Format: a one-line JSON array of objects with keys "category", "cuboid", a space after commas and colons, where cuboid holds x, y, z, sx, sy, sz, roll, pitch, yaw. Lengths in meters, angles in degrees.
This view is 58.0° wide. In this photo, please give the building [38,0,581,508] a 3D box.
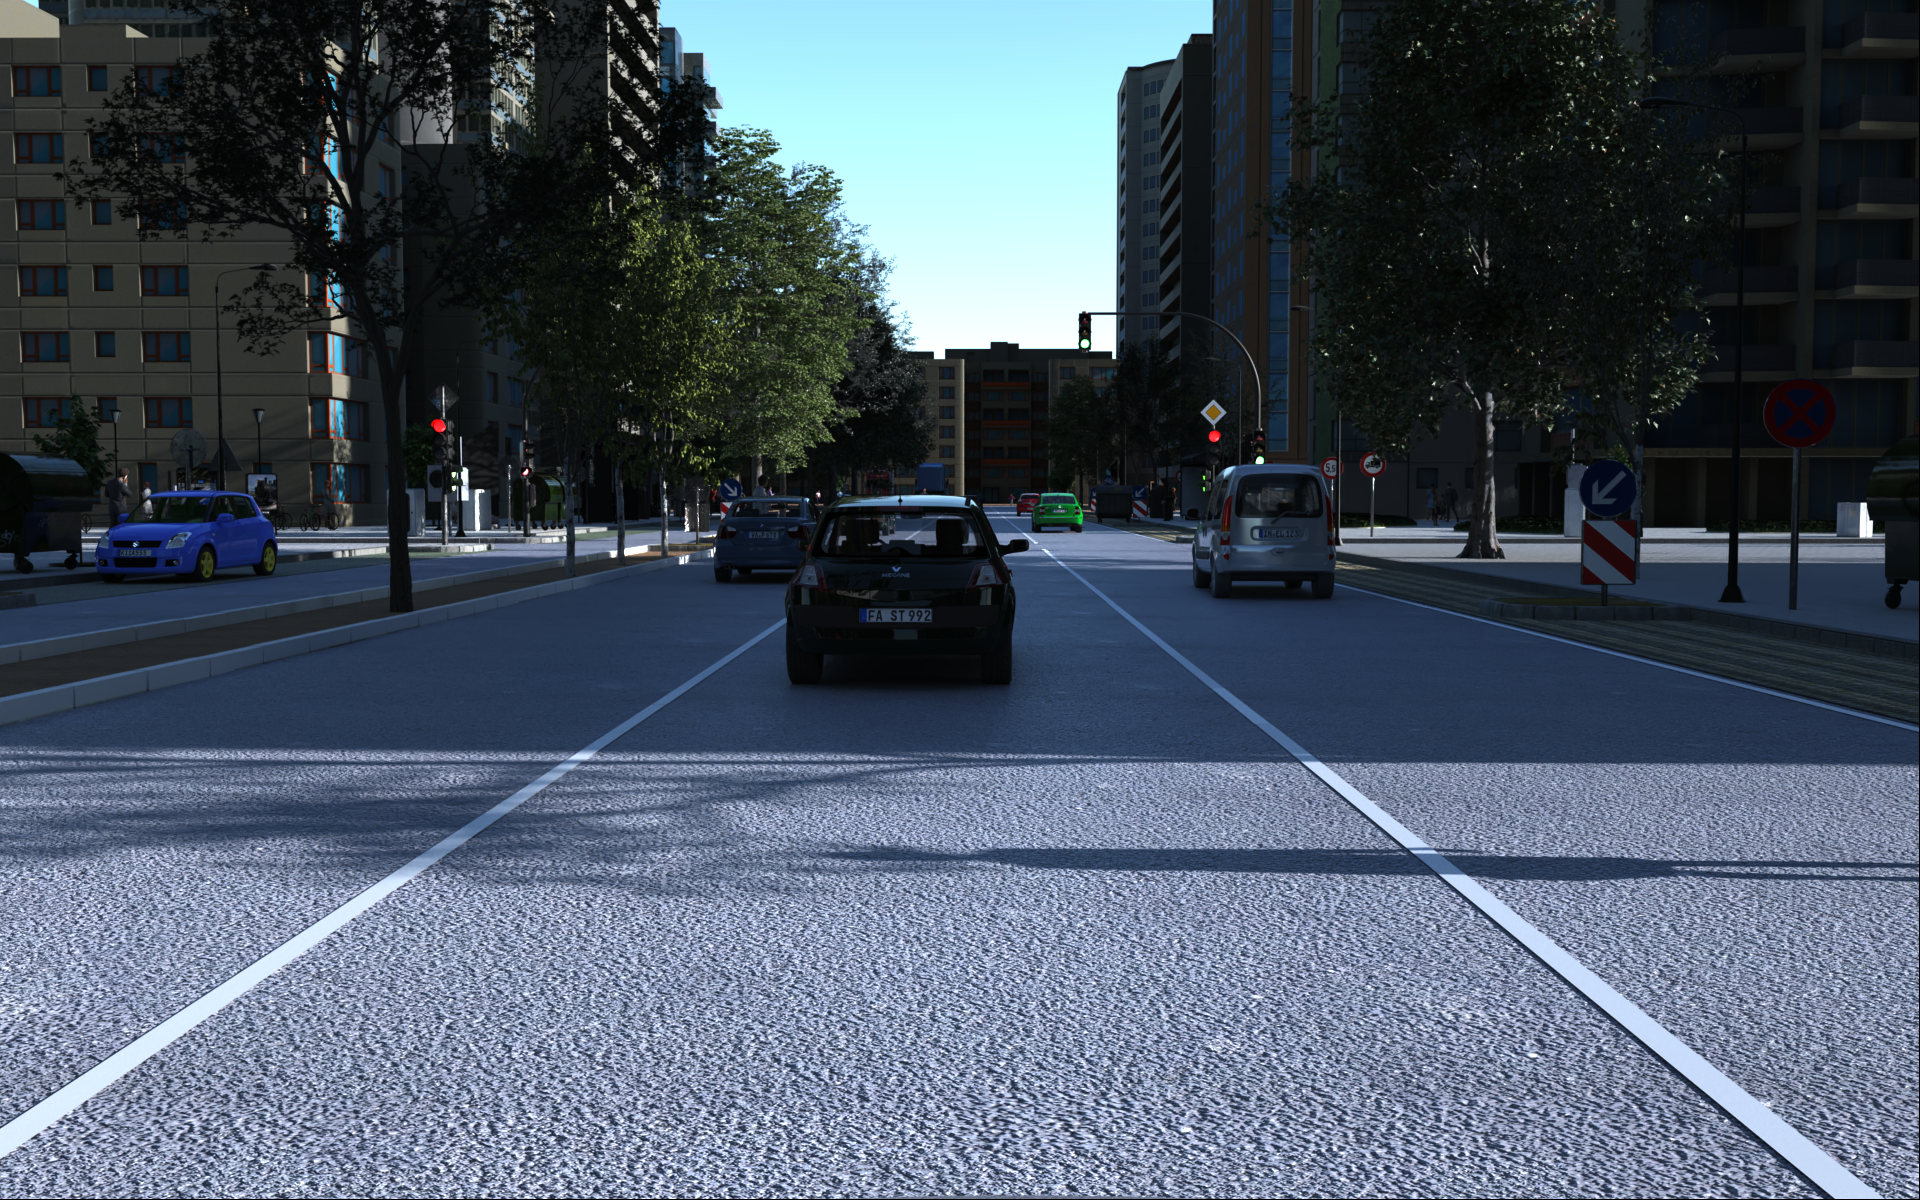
[{"category": "building", "cuboid": [-41.605, -25.832, 114.231, 32.217, 40.220, 23.993, 0, 4, 0]}]

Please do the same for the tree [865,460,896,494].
[{"category": "tree", "cuboid": [-5.996, -10.156, 118.872, 4.737, 8.622, 4.395, 0, 3, 0]}]

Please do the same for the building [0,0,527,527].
[{"category": "building", "cuboid": [-37.693, -14.394, 80.386, 27.650, 21.520, 28.899, 0, 4, 0]}]

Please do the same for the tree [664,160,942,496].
[{"category": "tree", "cuboid": [-6.520, -9.212, 63.436, 12.009, 13.543, 11.850, 0, 3, 0]}]

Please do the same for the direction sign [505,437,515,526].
[{"category": "direction sign", "cuboid": [-18.028, -4.724, 69.228, 0.379, 3.537, 0.876, 0, 4, -2]}]

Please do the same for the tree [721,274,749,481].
[{"category": "tree", "cuboid": [-6.730, -4.972, 34.112, 4.737, 8.622, 4.395, 0, 3, 0]}]

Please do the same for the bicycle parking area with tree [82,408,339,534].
[{"category": "bicycle parking area with tree", "cuboid": [-26.155, -4.366, 58.389, 8.231, 4.147, 9.016, 1, 4, 21]}]

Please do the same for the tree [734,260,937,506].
[{"category": "tree", "cuboid": [-6.180, -10.047, 83.741, 9.611, 12.733, 9.660, 0, 3, 0]}]

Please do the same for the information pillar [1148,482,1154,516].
[{"category": "information pillar", "cuboid": [11.364, -6.016, 102.849, 0.304, 2.012, 0.304, -2, 4, -26]}]

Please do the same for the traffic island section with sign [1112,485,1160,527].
[{"category": "traffic island section with sign", "cuboid": [7.725, -4.133, 76.201, 1.989, 1.847, 2.006, 0, 4, 0]}]

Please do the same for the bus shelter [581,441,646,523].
[{"category": "bus shelter", "cuboid": [-15.770, -5.368, 79.057, 1.731, 3.624, 6.357, 0, 4, 0]}]

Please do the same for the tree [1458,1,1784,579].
[{"category": "tree", "cuboid": [10.017, -4.630, 26.057, 4.360, 8.622, 3.978, 0, 3, 0]}]

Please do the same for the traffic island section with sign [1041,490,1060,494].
[{"category": "traffic island section with sign", "cuboid": [8.372, -8.843, 153.208, 1.989, 1.847, 2.006, 0, 4, 0]}]

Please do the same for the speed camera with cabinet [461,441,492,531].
[{"category": "speed camera with cabinet", "cuboid": [-17.178, -4.042, 60.430, 0.660, 3.252, 2.038, 1, 4, 18]}]

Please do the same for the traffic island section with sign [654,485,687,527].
[{"category": "traffic island section with sign", "cuboid": [-12.385, -4.157, 76.597, 1.989, 1.847, 2.006, 0, 4, 0]}]

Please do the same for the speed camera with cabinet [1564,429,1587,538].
[{"category": "speed camera with cabinet", "cuboid": [18.462, -3.516, 51.820, 0.660, 3.252, 2.038, 1, 4, 22]}]

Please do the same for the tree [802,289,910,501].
[{"category": "tree", "cuboid": [-6.250, -8.351, 73.411, 8.767, 10.594, 7.601, 0, 4, 0]}]

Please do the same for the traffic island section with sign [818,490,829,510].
[{"category": "traffic island section with sign", "cuboid": [-11.746, -8.854, 153.385, 1.989, 1.847, 2.006, 0, 4, 0]}]

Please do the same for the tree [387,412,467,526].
[{"category": "tree", "cuboid": [-21.174, -5.238, 69.357, 4.285, 4.588, 4.351, 0, 3, 0]}]

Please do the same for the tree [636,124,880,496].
[{"category": "tree", "cuboid": [-6.377, -8.138, 53.634, 7.486, 12.596, 7.792, 0, 3, 0]}]

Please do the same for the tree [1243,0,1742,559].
[{"category": "tree", "cuboid": [10.509, -7.188, 34.526, 9.611, 12.733, 9.660, 0, 3, 0]}]

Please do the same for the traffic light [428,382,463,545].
[{"category": "traffic light", "cuboid": [-12.955, -3.339, 43.512, 0.839, 4.253, 0.868, 0, 4, 0]}]

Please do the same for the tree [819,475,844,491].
[{"category": "tree", "cuboid": [-14.877, -13.094, 197.807, 4.285, 4.588, 4.351, 0, 3, 0]}]

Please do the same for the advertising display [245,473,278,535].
[{"category": "advertising display", "cuboid": [-21.605, -2.960, 53.605, 0.123, 1.923, 0.974, 3, 5, 43]}]

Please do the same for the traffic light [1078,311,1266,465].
[{"category": "traffic light", "cuboid": [5.313, -4.194, 43.235, 4.771, 5.953, 1.251, 0, 4, 0]}]

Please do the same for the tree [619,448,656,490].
[{"category": "tree", "cuboid": [-22.228, -8.216, 118.047, 4.285, 4.588, 4.351, 0, 3, 0]}]

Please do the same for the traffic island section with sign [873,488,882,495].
[{"category": "traffic island section with sign", "cuboid": [-6.062, -7.232, 126.372, 2.006, 1.907, 1.989, 0, 4, 0]}]

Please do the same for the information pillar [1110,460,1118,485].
[{"category": "information pillar", "cuboid": [10.320, -7.620, 115.935, 0.504, 3.616, 0.183, -1, 4, -14]}]

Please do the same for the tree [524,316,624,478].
[{"category": "tree", "cuboid": [-15.278, -7.201, 68.093, 4.360, 8.622, 3.978, 0, 3, 0]}]

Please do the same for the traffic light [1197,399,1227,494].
[{"category": "traffic light", "cuboid": [7.473, -3.818, 51.343, 0.839, 4.253, 0.868, 0, 4, 0]}]

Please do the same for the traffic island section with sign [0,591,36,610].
[{"category": "traffic island section with sign", "cuboid": [-12.855, -0.801, 21.724, 1.989, 1.847, 2.006, 0, 4, 0]}]

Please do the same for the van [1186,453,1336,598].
[{"category": "van", "cuboid": [4.358, -1.113, 25.203, 2.013, 2.044, 4.112, 0, 4, 2]}]

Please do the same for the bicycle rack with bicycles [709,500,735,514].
[{"category": "bicycle rack with bicycles", "cuboid": [-15.174, -6.141, 113.781, 2.925, 0.926, 2.852, -1, 4, -10]}]

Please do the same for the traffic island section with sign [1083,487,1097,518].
[{"category": "traffic island section with sign", "cuboid": [7.952, -5.797, 103.405, 1.989, 1.847, 2.006, 0, 4, 0]}]

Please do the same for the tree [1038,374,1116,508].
[{"category": "tree", "cuboid": [11.098, -15.054, 164.252, 7.486, 12.596, 7.792, 0, 3, 0]}]

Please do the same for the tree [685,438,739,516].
[{"category": "tree", "cuboid": [-14.518, -7.163, 100.837, 4.285, 4.588, 4.351, 0, 3, 0]}]

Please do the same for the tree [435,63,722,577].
[{"category": "tree", "cuboid": [-6.650, -4.677, 29.283, 4.737, 8.622, 4.395, 0, 3, 0]}]

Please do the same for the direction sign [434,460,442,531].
[{"category": "direction sign", "cuboid": [-18.367, -4.219, 60.981, 0.379, 3.537, 0.876, -2, 4, -27]}]

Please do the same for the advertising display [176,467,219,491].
[{"category": "advertising display", "cuboid": [-18.374, -2.237, 41.796, 0.974, 1.923, 0.123, 0, 4, -2]}]

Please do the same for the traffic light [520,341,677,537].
[{"category": "traffic light", "cuboid": [-10.796, -4.700, 51.515, 4.771, 5.953, 1.251, 0, 4, 0]}]

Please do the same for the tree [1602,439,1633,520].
[{"category": "tree", "cuboid": [23.122, -4.057, 60.941, 1.663, 3.219, 1.824, 0, 3, 0]}]

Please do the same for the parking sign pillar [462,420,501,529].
[{"category": "parking sign pillar", "cuboid": [-17.544, -4.572, 63.220, 1.447, 3.967, 1.447, -2, 4, -28]}]

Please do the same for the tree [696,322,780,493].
[{"category": "tree", "cuboid": [-15.210, -13.383, 125.470, 9.857, 13.997, 8.962, 0, 3, 0]}]

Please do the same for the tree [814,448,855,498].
[{"category": "tree", "cuboid": [-6.229, -8.540, 92.454, 4.360, 8.622, 3.978, 0, 3, 0]}]

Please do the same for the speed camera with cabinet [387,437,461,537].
[{"category": "speed camera with cabinet", "cuboid": [-16.303, -3.552, 52.410, 2.038, 3.252, 0.660, 1, 4, 13]}]

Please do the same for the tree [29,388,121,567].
[{"category": "tree", "cuboid": [-15.636, -2.221, 30.912, 1.663, 3.219, 1.824, 0, 3, 0]}]

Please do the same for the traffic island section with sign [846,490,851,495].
[{"category": "traffic island section with sign", "cuboid": [-11.532, -10.502, 180.339, 1.989, 1.847, 2.006, 0, 4, 0]}]

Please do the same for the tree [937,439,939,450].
[{"category": "tree", "cuboid": [-6.075, -11.005, 99.401, 9.611, 12.733, 9.660, 0, 3, 0]}]

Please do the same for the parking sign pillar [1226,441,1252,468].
[{"category": "parking sign pillar", "cuboid": [12.270, -5.323, 75.497, 1.447, 3.967, 1.447, -1, 4, -15]}]

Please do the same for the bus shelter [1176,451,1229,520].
[{"category": "bus shelter", "cuboid": [11.541, -5.400, 82.213, 2.014, 3.302, 5.546, 0, 4, 0]}]

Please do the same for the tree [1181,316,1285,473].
[{"category": "tree", "cuboid": [11.021, -7.413, 71.571, 4.360, 8.622, 3.978, 0, 3, 0]}]

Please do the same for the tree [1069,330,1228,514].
[{"category": "tree", "cuboid": [11.181, -9.978, 97.560, 8.767, 10.594, 7.601, 1, 4, 14]}]

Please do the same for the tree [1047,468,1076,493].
[{"category": "tree", "cuboid": [11.690, -13.190, 199.366, 4.285, 4.588, 4.351, 0, 3, 0]}]

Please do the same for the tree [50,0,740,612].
[{"category": "tree", "cuboid": [-6.745, -5.147, 21.028, 8.767, 10.594, 7.601, 0, 4, 0]}]

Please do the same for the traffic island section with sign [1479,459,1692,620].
[{"category": "traffic island section with sign", "cuboid": [7.266, -0.724, 20.466, 1.989, 1.847, 2.006, 0, 4, 0]}]

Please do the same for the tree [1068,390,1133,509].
[{"category": "tree", "cuboid": [10.330, -10.572, 123.212, 4.360, 8.622, 3.978, 0, 3, 0]}]
